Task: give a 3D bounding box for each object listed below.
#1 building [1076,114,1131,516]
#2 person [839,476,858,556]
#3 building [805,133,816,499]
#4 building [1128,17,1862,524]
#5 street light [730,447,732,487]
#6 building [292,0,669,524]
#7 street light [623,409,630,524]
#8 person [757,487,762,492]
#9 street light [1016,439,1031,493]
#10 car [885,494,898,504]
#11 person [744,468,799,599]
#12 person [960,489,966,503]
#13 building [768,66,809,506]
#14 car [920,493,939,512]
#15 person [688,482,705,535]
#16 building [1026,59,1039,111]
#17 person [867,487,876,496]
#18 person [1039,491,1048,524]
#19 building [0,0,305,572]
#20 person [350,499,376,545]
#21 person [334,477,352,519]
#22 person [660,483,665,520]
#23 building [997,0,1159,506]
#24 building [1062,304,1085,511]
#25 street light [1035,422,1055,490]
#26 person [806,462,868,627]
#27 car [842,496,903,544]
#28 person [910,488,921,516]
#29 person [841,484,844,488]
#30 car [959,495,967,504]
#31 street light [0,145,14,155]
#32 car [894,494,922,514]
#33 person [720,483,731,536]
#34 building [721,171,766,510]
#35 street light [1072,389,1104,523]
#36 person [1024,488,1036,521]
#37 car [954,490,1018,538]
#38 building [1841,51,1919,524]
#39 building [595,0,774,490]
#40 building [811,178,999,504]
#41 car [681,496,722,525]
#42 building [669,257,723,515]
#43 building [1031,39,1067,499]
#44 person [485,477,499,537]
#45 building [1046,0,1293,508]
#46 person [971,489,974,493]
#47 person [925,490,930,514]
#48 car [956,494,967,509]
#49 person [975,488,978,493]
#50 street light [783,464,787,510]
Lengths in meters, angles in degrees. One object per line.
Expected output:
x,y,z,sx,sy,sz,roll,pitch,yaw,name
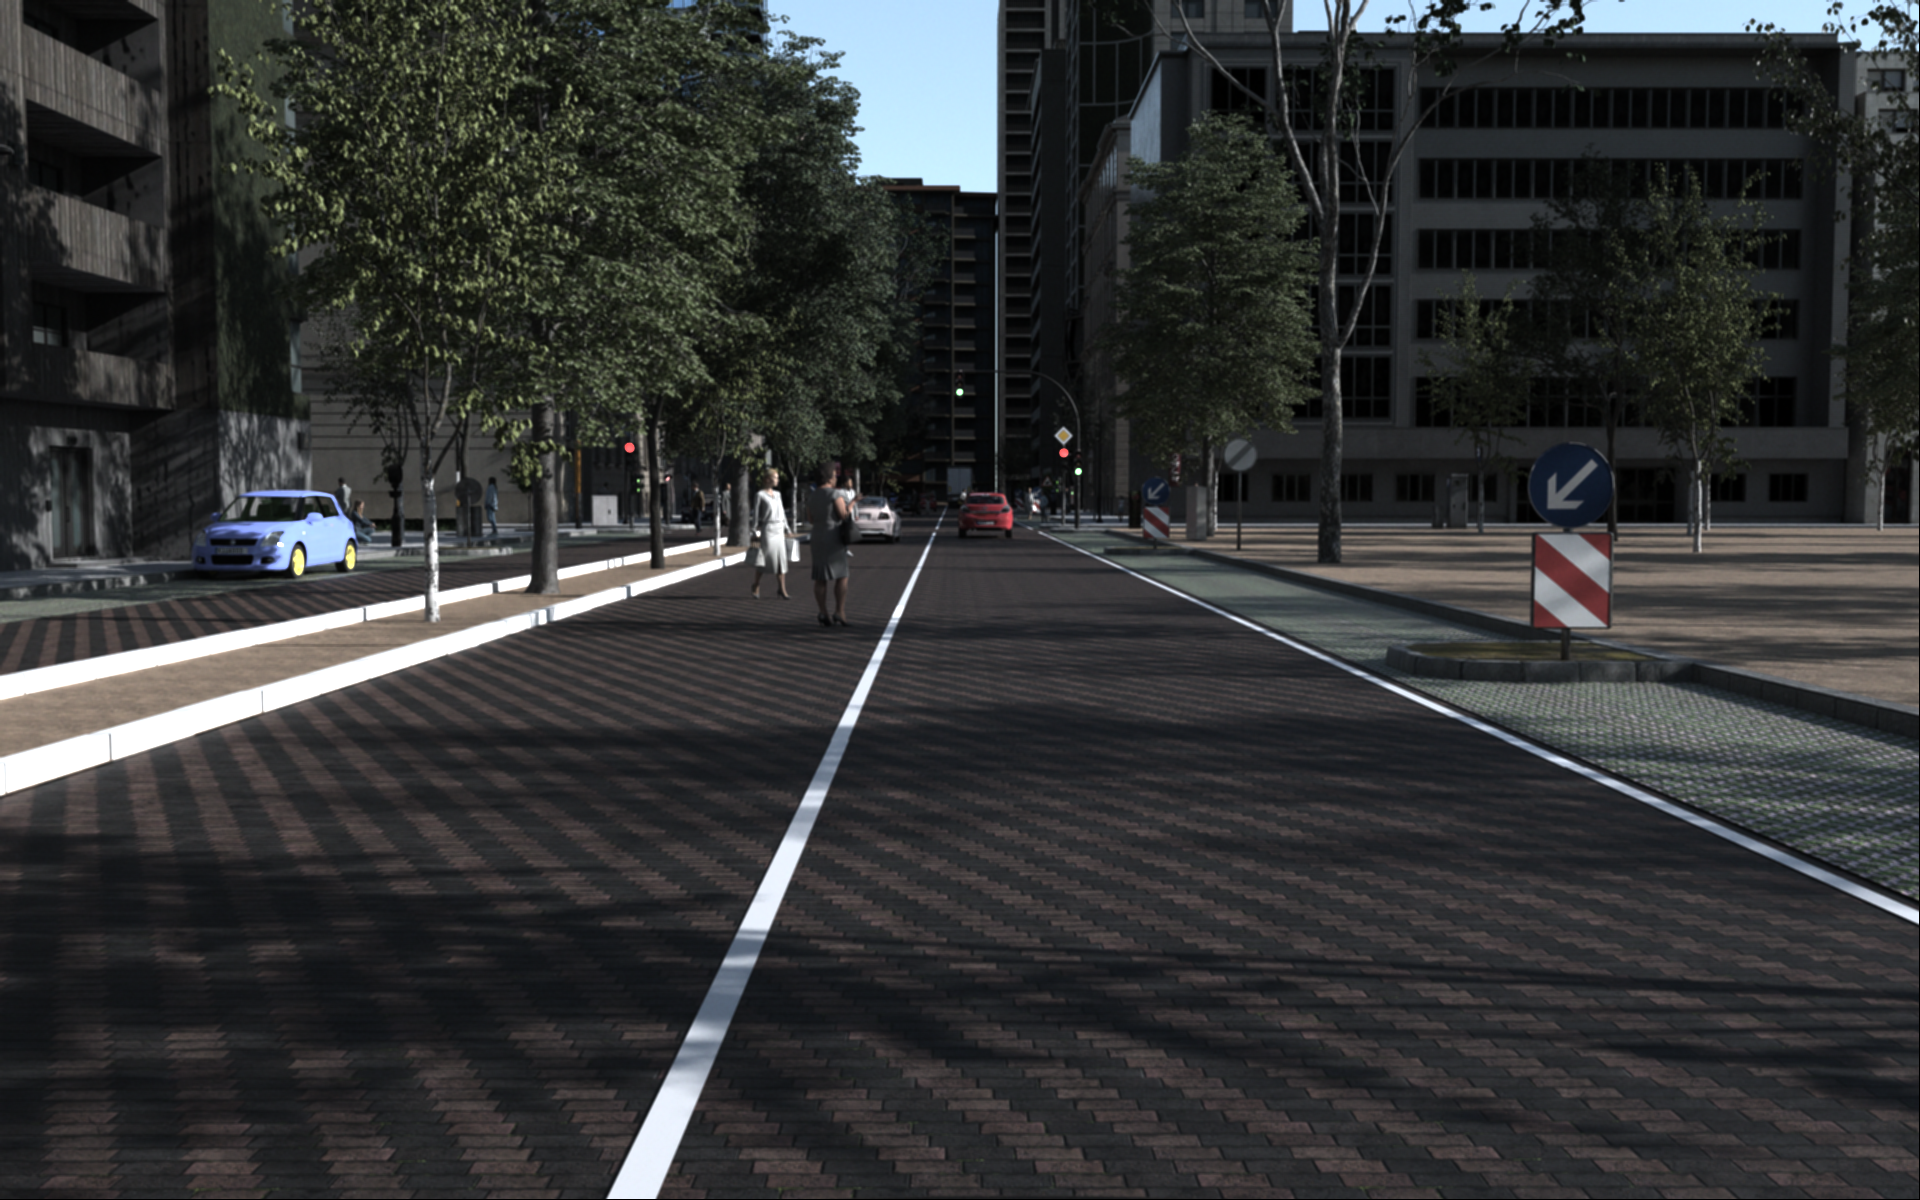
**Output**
14.560,-19.238,111.802,12.463,27.353,25.104,0,4,0,building
-2.696,-1.955,40.304,0.661,1.843,0.795,-3,5,-41,person
-32.375,-35.975,207.799,30.456,49.044,23.786,0,4,0,building
23.473,-15.962,80.040,30.058,24.678,14.314,0,4,0,building
-13.721,-8.274,107.826,1.470,5.913,1.316,0,4,0,street light
-24.432,-15.580,88.009,16.112,22.955,30.059,0,4,0,building
-13.563,-6.146,73.032,1.470,5.913,1.316,0,4,0,street light
-9.988,-4.769,86.659,0.728,1.800,0.709,0,4,2,person
5.424,-10.664,146.898,1.470,5.913,1.316,0,4,0,street light
-8.763,-12.816,219.134,1.945,1.707,3.694,0,4,-1,car
-2.588,-0.909,23.710,0.694,1.780,0.624,-2,4,-33,person
0.220,-7.523,131.349,0.795,1.843,0.661,3,4,37,person
-23.673,-32.669,184.242,14.600,45.320,14.200,0,4,0,building
-2.789,-8.062,140.850,2.155,1.783,4.494,0,4,-1,car
-9.172,-3.175,60.318,0.656,1.842,0.836,0,4,8,person
22.815,-37.761,206.628,28.713,52.752,27.495,0,4,0,building
-4.221,-4.530,83.121,0.519,1.759,0.362,1,4,14,person
4.014,-4.499,83.862,0.330,1.601,0.589,-2,4,-26,person
-21.142,-15.805,30.119,14.160,30.474,14.107,0,4,0,building
-14.911,-1.948,43.399,0.738,1.151,1.012,0,4,-1,person
-19.271,-2.924,54.028,0.466,1.800,0.511,1,4,14,person
-14.411,-4.740,83.531,0.794,1.824,0.713,1,4,8,person
15.588,-49.116,241.289,20.611,71.187,20.563,0,4,0,building
16.562,-16.582,138.575,16.820,18.784,16.811,0,4,0,building
5.532,-8.513,111.730,1.470,5.913,1.316,0,4,0,street light
-1.302,-0.606,18.769,0.716,1.782,0.532,3,5,39,person
-2.774,-2.394,51.509,2.083,1.381,4.827,0,4,2,car
-2.876,-6.322,111.835,0.822,1.834,0.622,-1,4,-11,person
-4.062,-3.218,61.337,0.478,1.798,0.641,-1,4,-17,person
1.056,-6.138,109.388,2.155,1.783,4.494,0,4,-2,car
-13.300,-3.099,23.202,1.470,5.913,1.316,0,4,0,street light
-3.694,-6.930,123.085,2.009,1.686,4.222,0,4,1,car
-7.956,-3.103,59.340,0.767,1.812,0.694,1,4,22,person
-22.486,-19.500,136.840,12.078,24.808,19.932,0,4,0,building
5.674,-6.385,76.935,1.470,5.913,1.316,0,4,0,street light
3.792,-5.173,93.438,0.694,1.780,0.624,3,5,42,person
0.858,-2.987,57.873,2.155,1.783,4.494,0,4,1,car
46.940,-13.680,78.415,16.860,20.320,10.420,0,4,0,building
-28.297,-51.849,160.406,22.319,86.520,31.000,0,4,0,building
-9.154,-35.966,242.667,28.867,44.769,22.147,0,4,0,building
-12.020,-4.212,81.443,1.945,1.354,3.894,0,4,0,car
-23.495,-20.013,114.599,14.401,28.519,23.554,0,4,0,building
18.585,-34.158,182.182,21.300,48.544,21.600,0,4,0,building
-14.055,-2.798,52.061,0.793,1.790,0.793,-3,4,-36,person
18.485,-44.151,160.118,20.563,71.187,20.611,0,4,0,building
0.970,-7.603,132.800,0.713,1.824,0.794,2,4,24,person
-2.379,-7.204,126.837,0.362,1.759,0.519,1,4,20,person
0.637,-9.581,166.877,2.015,1.641,3.980,0,4,0,car
1.041,-6.434,113.578,0.818,1.842,0.514,-3,5,-39,person
-13.888,-10.409,142.734,1.470,5.913,1.316,0,4,0,street light
